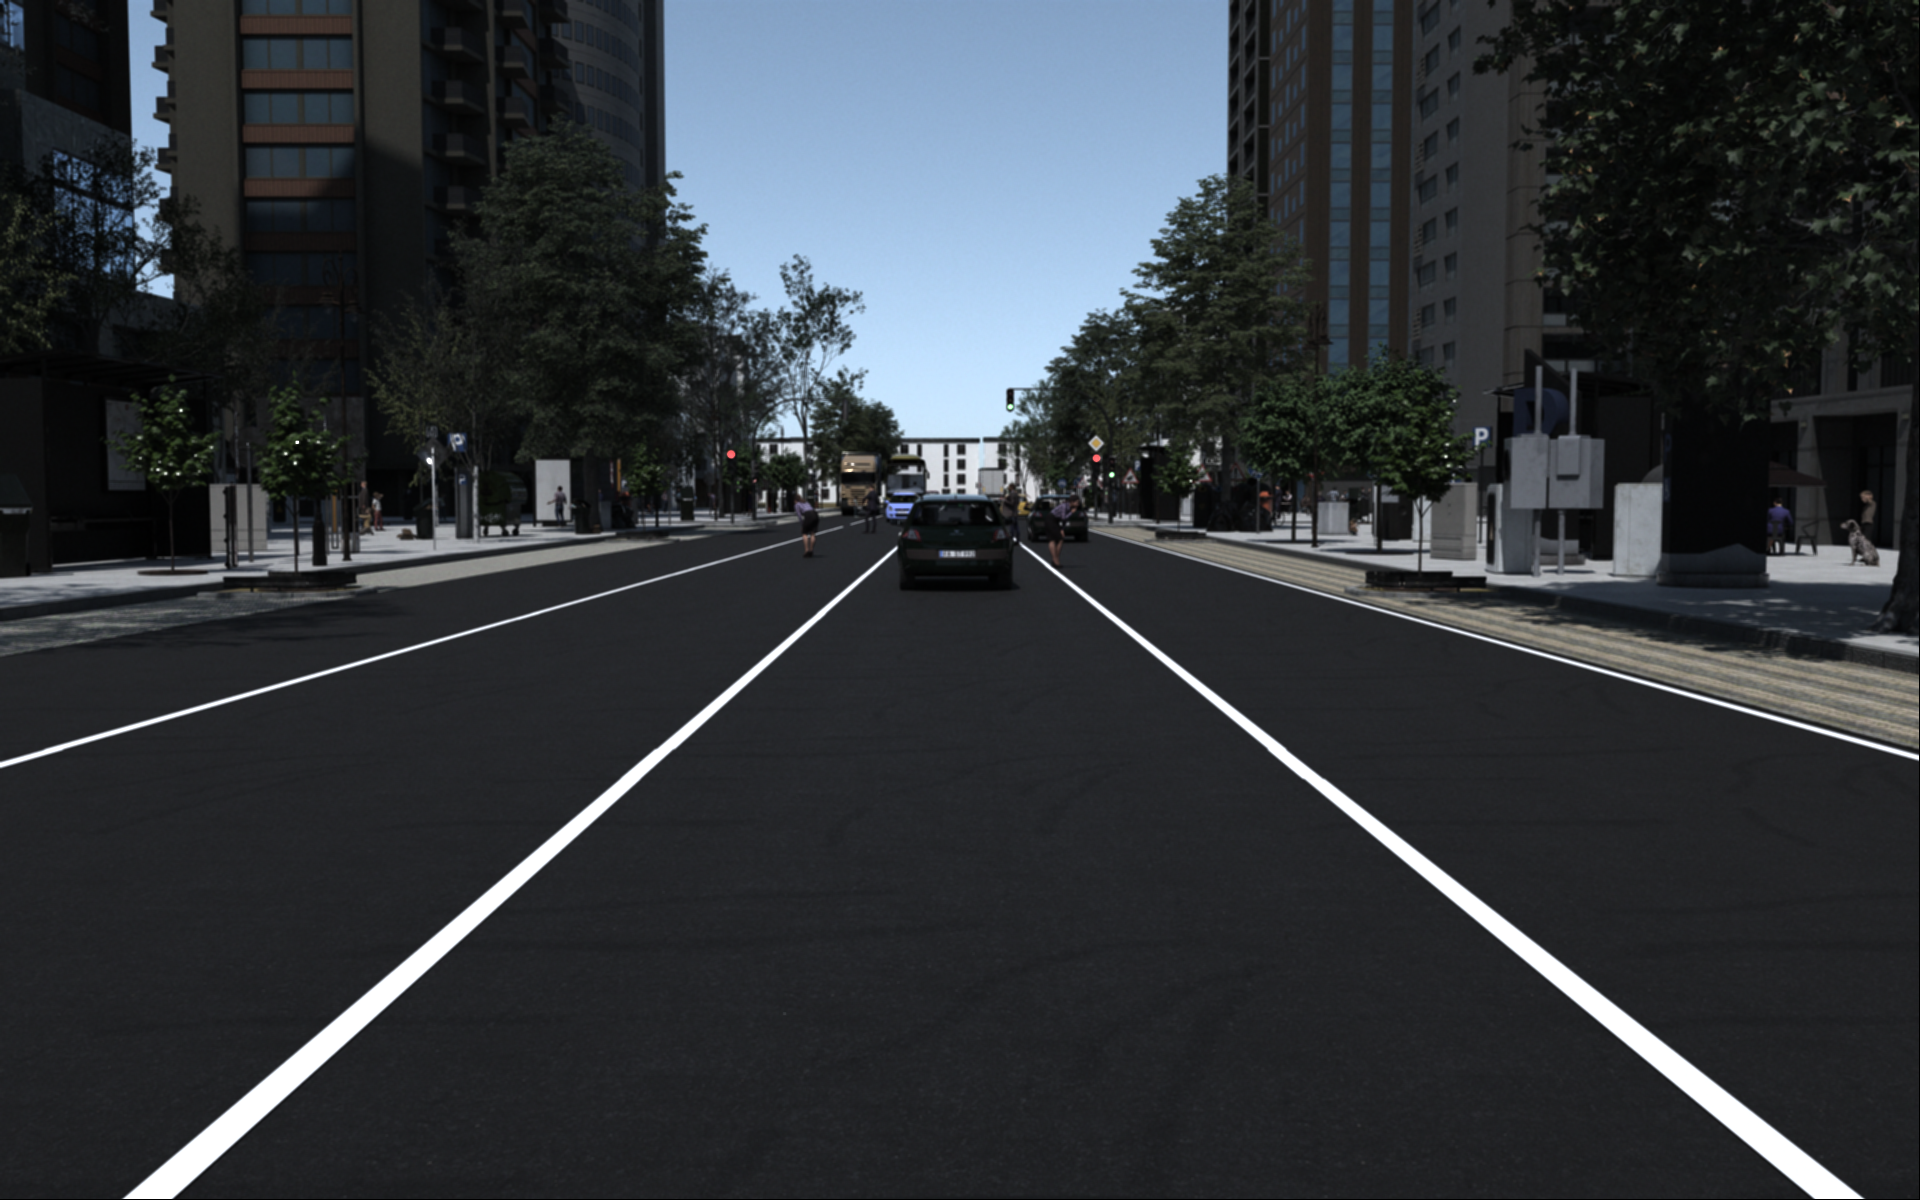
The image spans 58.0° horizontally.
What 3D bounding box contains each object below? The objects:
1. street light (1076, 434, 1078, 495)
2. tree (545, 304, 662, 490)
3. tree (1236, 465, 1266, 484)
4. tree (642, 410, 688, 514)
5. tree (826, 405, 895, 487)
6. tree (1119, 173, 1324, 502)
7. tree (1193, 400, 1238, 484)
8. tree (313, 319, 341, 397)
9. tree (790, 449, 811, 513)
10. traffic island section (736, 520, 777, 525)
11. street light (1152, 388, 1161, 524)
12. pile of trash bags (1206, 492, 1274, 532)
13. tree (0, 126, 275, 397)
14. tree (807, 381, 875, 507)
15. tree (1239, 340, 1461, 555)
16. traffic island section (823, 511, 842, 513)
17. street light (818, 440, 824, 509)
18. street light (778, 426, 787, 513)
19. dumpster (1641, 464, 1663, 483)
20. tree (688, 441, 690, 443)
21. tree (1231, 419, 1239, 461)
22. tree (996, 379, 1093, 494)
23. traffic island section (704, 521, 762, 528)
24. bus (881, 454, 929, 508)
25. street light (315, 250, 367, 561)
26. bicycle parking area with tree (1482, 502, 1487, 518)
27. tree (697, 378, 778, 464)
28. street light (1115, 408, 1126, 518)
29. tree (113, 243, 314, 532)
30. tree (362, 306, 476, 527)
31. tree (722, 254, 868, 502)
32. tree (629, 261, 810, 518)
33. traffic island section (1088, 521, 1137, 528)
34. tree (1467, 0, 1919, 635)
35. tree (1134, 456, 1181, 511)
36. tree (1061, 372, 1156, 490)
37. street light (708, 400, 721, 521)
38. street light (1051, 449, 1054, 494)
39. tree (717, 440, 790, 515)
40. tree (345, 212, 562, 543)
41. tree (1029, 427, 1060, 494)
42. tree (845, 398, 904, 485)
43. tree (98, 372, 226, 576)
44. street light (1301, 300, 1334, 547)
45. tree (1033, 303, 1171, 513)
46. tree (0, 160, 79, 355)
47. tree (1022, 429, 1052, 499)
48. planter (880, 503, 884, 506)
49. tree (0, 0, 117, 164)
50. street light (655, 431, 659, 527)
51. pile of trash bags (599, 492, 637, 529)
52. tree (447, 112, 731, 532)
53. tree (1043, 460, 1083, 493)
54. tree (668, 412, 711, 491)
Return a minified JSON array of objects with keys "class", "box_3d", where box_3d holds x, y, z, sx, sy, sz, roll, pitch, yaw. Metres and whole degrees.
[{"class":"street light","box_3d":[8.411,-9.287,124.628,0.468,5.910,1.993,0,3,0]},{"class":"tree","box_3d":[-21.368,-11.357,103.815,7.486,12.596,7.792,0,3,0]},{"class":"tree","box_3d":[16.425,-6.347,98.376,1.663,3.219,1.824,0,3,0]},{"class":"tree","box_3d":[-22.316,-10.545,122.767,4.360,8.622,3.978,0,3,0]},{"class":"tree","box_3d":[-12.344,-18.545,220.216,9.611,12.733,9.660,0,3,0]},{"class":"tree","box_3d":[9.186,-8.818,62.295,7.486,12.596,7.792,0,3,0]},{"class":"tree","box_3d":[18.363,-10.756,126.222,4.360,8.622,3.978,0,3,0]},{"class":"tree","box_3d":[-23.159,-6.604,58.344,4.360,8.622,3.978,0,3,0]},{"class":"tree","box_3d":[-11.867,-8.249,118.581,4.285,4.588,4.351,0,3,0]},{"class":"traffic island section","box_3d":[-9.813,-3.683,82.494,2.009,0.180,2.903,0,3,0]},{"class":"street light","box_3d":[8.479,-6.193,74.042,0.468,5.910,1.993,0,3,0]},{"class":"pile of trash bags","box_3d":[9.921,-3.050,59.615,1.912,1.369,3.447,2,4,34]},{"class":"tree","box_3d":[-21.039,-6.663,43.344,8.767,10.594,7.601,0,4,4]},{"class":"tree","box_3d":[-11.876,-15.552,172.402,7.486,12.596,7.792,0,3,0]},{"class":"tree","box_3d":[9.078,-3.266,37.106,4.285,4.588,4.351,0,3,0]},{"class":"traffic island section","box_3d":[-9.529,-6.803,134.088,1.991,0.108,1.994,0,3,0]},{"class":"street light","box_3d":[-11.846,-10.737,148.335,0.468,5.910,1.993,0,3,0]},{"class":"street light","box_3d":[-11.866,-8.746,115.776,0.468,5.910,1.993,0,3,0]},{"class":"dumpster","box_3d":[12.799,-1.493,30.165,1.264,1.857,1.865,0,4,0]},{"class":"tree","box_3d":[-23.343,-11.443,137.448,4.360,8.622,3.978,0,3,0]},{"class":"tree","box_3d":[8.754,-3.761,45.203,4.285,4.588,4.351,0,3,0]},{"class":"tree","box_3d":[8.582,-13.860,152.365,9.928,11.665,9.643,0,3,0]},{"class":"traffic island section","box_3d":[-9.805,-3.194,74.509,2.009,0.180,2.903,0,3,0]},{"class":"bus","box_3d":[-3.427,-7.294,110.808,2.896,3.916,12.252,0,4,-1]},{"class":"street light","box_3d":[-11.768,-3.687,33.074,0.468,5.910,1.993,0,3,0]},{"class":"bicycle parking area with tree","box_3d":[32.408,-6.301,90.024,9.016,4.147,8.231,-1,4,-19]},{"class":"tree","box_3d":[-19.496,-13.829,151.866,9.928,11.665,9.643,0,3,0]},{"class":"street light","box_3d":[8.465,-7.242,91.199,0.468,5.910,1.993,0,3,0]},{"class":"tree","box_3d":[-21.744,-6.100,50.099,4.360,8.622,3.978,0,3,0]},{"class":"tree","box_3d":[-20.601,-7.141,67.117,4.737,8.622,4.395,0,3,0]},{"class":"tree","box_3d":[-13.422,-17.359,139.703,12.611,20.169,13.585,0,3,0]},{"class":"tree","box_3d":[-12.745,-11.063,91.257,12.009,13.543,11.850,0,3,0]},{"class":"traffic island section","box_3d":[6.496,-3.195,74.518,2.009,0.180,2.903,0,3,0]},{"class":"tree","box_3d":[9.030,-6.048,15.901,9.611,12.733,9.660,0,3,0]},{"class":"tree","box_3d":[15.731,-9.801,143.967,4.285,4.588,4.351,0,3,0]},{"class":"tree","box_3d":[9.406,-9.424,104.439,4.737,8.622,4.395,0,3,0]},{"class":"street light","box_3d":[-11.738,-6.751,83.167,0.468,5.910,1.993,0,3,0]},{"class":"street light","box_3d":[8.394,-11.278,157.187,0.468,5.910,1.993,0,3,0]},{"class":"tree","box_3d":[-13.009,-7.394,104.611,4.285,4.588,4.351,0,3,0]},{"class":"tree","box_3d":[-12.812,-5.786,44.959,4.360,8.622,3.978,0,3,0]},{"class":"tree","box_3d":[9.009,-13.291,167.676,4.737,8.622,4.395,0,3,0]},{"class":"tree","box_3d":[-11.939,-19.933,232.558,9.857,13.997,8.962,0,3,0]},{"class":"tree","box_3d":[-12.476,-2.019,27.606,1.663,3.219,1.824,0,3,0]},{"class":"street light","box_3d":[8.530,-4.202,41.483,0.468,5.910,1.993,0,3,0]},{"class":"tree","box_3d":[9.639,-12.779,115.586,9.857,13.997,8.962,0,3,0]},{"class":"tree","box_3d":[-21.444,-5.329,37.495,4.737,8.622,4.395,0,3,0]},{"class":"tree","box_3d":[8.887,-14.723,191.089,4.360,8.622,3.978,0,3,0]},{"class":"planter","box_3d":[-9.598,-11.627,211.238,1.991,0.319,1.994,0,3,0]},{"class":"tree","box_3d":[-12.504,-6.345,14.108,12.009,13.543,11.850,0,3,0]},{"class":"street light","box_3d":[-11.751,-5.763,67.010,0.468,5.910,1.993,0,3,0]},{"class":"pile of trash bags","box_3d":[-12.894,-3.338,64.333,1.912,1.369,3.447,1,4,8]},{"class":"tree","box_3d":[-12.482,-9.280,58.388,9.857,13.997,8.962,0,3,0]},{"class":"tree","box_3d":[8.485,-9.848,144.729,4.285,4.588,4.351,0,3,0]},{"class":"tree","box_3d":[-22.737,-11.872,144.468,4.737,8.622,4.395,0,3,0]}]
